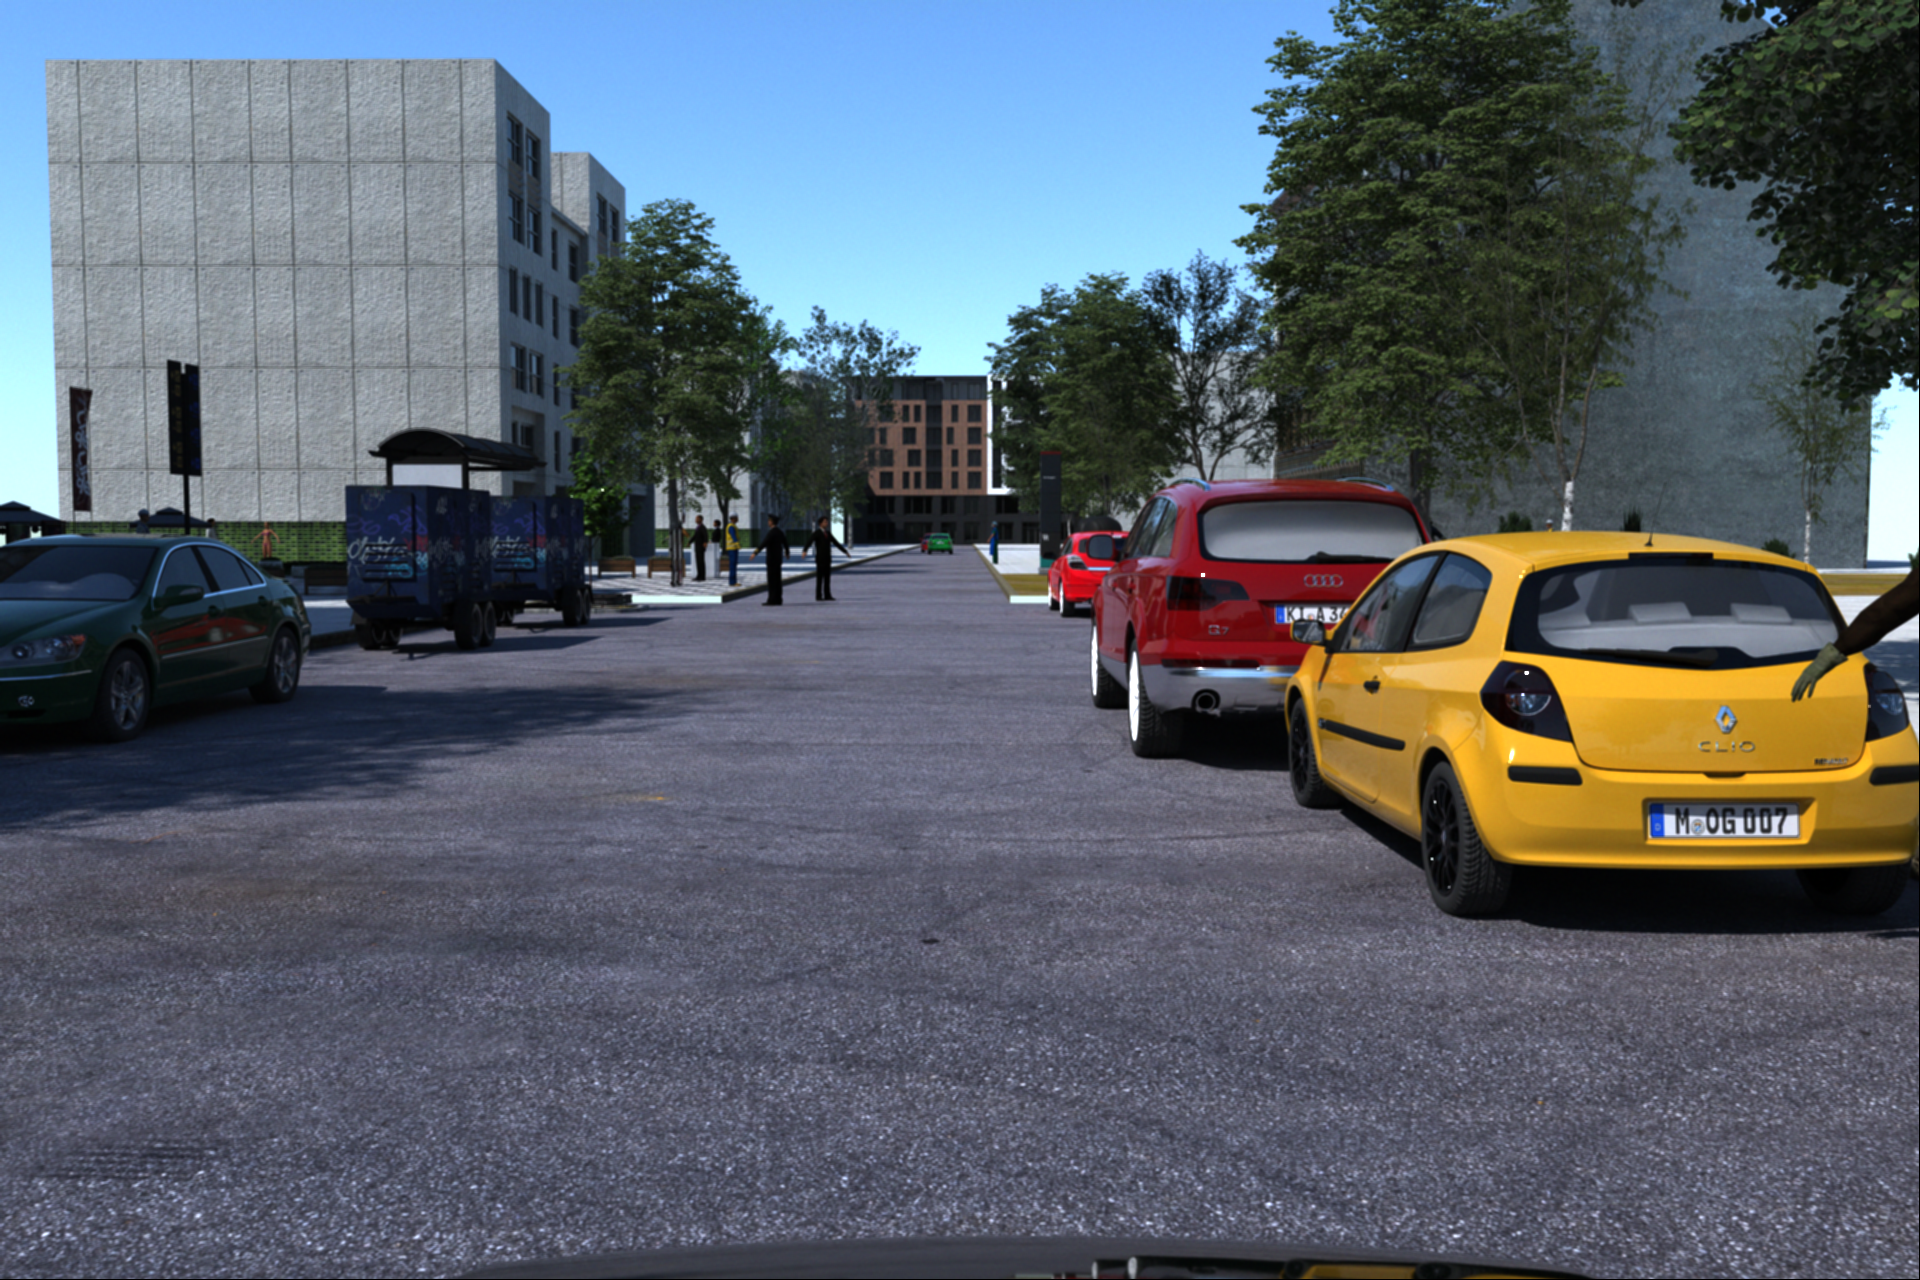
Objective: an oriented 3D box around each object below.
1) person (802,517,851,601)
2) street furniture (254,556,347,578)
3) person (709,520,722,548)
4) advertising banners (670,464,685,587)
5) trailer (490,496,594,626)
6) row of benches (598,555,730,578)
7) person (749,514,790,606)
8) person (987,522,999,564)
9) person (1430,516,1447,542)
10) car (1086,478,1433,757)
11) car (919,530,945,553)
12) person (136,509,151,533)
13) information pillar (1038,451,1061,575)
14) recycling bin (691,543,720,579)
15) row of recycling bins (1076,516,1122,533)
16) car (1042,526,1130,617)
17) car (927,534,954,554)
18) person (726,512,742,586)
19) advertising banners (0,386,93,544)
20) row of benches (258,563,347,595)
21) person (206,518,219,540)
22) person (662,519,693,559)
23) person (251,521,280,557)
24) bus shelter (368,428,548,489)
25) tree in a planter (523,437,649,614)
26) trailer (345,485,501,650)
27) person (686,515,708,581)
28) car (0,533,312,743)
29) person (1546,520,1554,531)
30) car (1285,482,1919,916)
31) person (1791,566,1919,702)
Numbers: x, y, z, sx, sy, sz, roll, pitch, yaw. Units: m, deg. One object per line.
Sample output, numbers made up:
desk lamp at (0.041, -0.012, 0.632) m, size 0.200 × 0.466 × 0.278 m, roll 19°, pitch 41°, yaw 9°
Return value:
person at (-2.913, -1.748, 37.216) m, size 0.705 × 1.806 × 1.347 m, roll 3°, pitch 5°, yaw 45°
street furniture at (-18.245, -2.287, 53.012) m, size 10.072 × 0.657 × 5.734 m, roll -2°, pitch 4°, yaw -24°
person at (-7.880, -2.988, 55.575) m, size 0.721 × 1.740 × 1.216 m, roll 0°, pitch 4°, yaw 6°
advertising banners at (-6.993, -2.867, 43.056) m, size 0.090 × 3.025 × 2.074 m, roll 0°, pitch 4°, yaw 1°
trailer at (-6.620, -1.185, 26.426) m, size 1.471 × 1.999 × 3.904 m, roll 0°, pitch 4°, yaw 0°
row of benches at (-8.535, -2.165, 50.867) m, size 4.104 × 0.672 × 1.422 m, roll -1°, pitch 4°, yaw -13°
person at (-3.756, -1.612, 34.750) m, size 0.705 × 1.837 × 1.347 m, roll 2°, pitch 4°, yaw 28°
person at (1.453, -4.140, 73.817) m, size 0.704 × 1.817 × 1.347 m, roll 1°, pitch 4°, yaw 17°
person at (14.587, -2.949, 53.993) m, size 1.354 × 1.856 × 0.705 m, roll 1°, pitch 4°, yaw 18°
car at (2.112, -0.245, 12.673) m, size 2.281 × 1.827 × 5.304 m, roll 0°, pitch 4°, yaw 0°
car at (-2.089, -7.668, 134.415) m, size 2.155 × 1.783 × 4.494 m, roll 0°, pitch 4°, yaw 0°
person at (-18.455, -2.043, 39.262) m, size 0.705 × 1.847 × 1.347 m, roll -1°, pitch 4°, yaw -13°
information pillar at (2.850, -3.985, 54.533) m, size 0.750 × 3.857 × 0.750 m, roll 0°, pitch 4°, yaw 0°
recycling bin at (-7.284, -2.265, 49.592) m, size 0.722 × 1.027 × 0.722 m, roll 0°, pitch 4°, yaw 2°
row of recycling bins at (3.188, -2.035, 40.393) m, size 1.069 × 1.692 × 3.534 m, roll 0°, pitch 4°, yaw 1°
car at (2.590, -1.360, 31.272) m, size 2.155 × 1.783 × 4.494 m, roll 0°, pitch 4°, yaw -1°
car at (-1.402, -6.983, 122.966) m, size 1.959 × 1.807 × 4.718 m, roll 0°, pitch 4°, yaw -1°
person at (-5.551, -2.244, 42.658) m, size 0.705 × 1.833 × 1.349 m, roll -1°, pitch 4°, yaw -11°
advertising banners at (-10.514, -1.459, 20.046) m, size 0.090 × 3.025 × 2.074 m, roll 0°, pitch 4°, yaw 0°
row of benches at (-13.394, -1.324, 37.104) m, size 4.104 × 0.672 × 1.422 m, roll -1°, pitch 4°, yaw -21°
person at (-24.970, -3.161, 57.871) m, size 0.705 × 1.806 × 1.347 m, roll -1°, pitch 4°, yaw -9°
person at (-10.775, -3.701, 66.283) m, size 1.354 × 1.858 × 0.705 m, roll 2°, pitch 4°, yaw 23°
person at (-24.633, -3.344, 61.475) m, size 1.217 × 1.733 × 0.721 m, roll 1°, pitch 4°, yaw 16°
bus shelter at (-10.214, -2.560, 35.785) m, size 2.014 × 3.302 × 5.546 m, roll 0°, pitch 4°, yaw 1°
tree in a planter at (-6.854, -2.129, 32.039) m, size 1.991 × 3.239 × 1.994 m, roll 0°, pitch 4°, yaw 1°
trailer at (-6.702, -0.855, 21.024) m, size 1.471 × 1.999 × 3.904 m, roll 0°, pitch 4°, yaw 0°
person at (-7.126, -2.512, 47.303) m, size 0.704 × 1.802 × 1.346 m, roll -2°, pitch 4°, yaw -30°
car at (-6.643, -0.098, 13.400) m, size 2.131 × 1.459 × 4.920 m, roll 0°, pitch 3°, yaw 0°
person at (19.865, -3.191, 58.644) m, size 0.721 × 1.772 × 1.216 m, roll -1°, pitch 4°, yaw -11°
car at (2.633, 0.140, 7.941) m, size 2.015 × 1.641 × 3.980 m, roll 0°, pitch 4°, yaw -1°
person at (3.334, 0.191, 5.469) m, size 1.346 × 1.812 × 0.704 m, roll 0°, pitch 4°, yaw -2°
